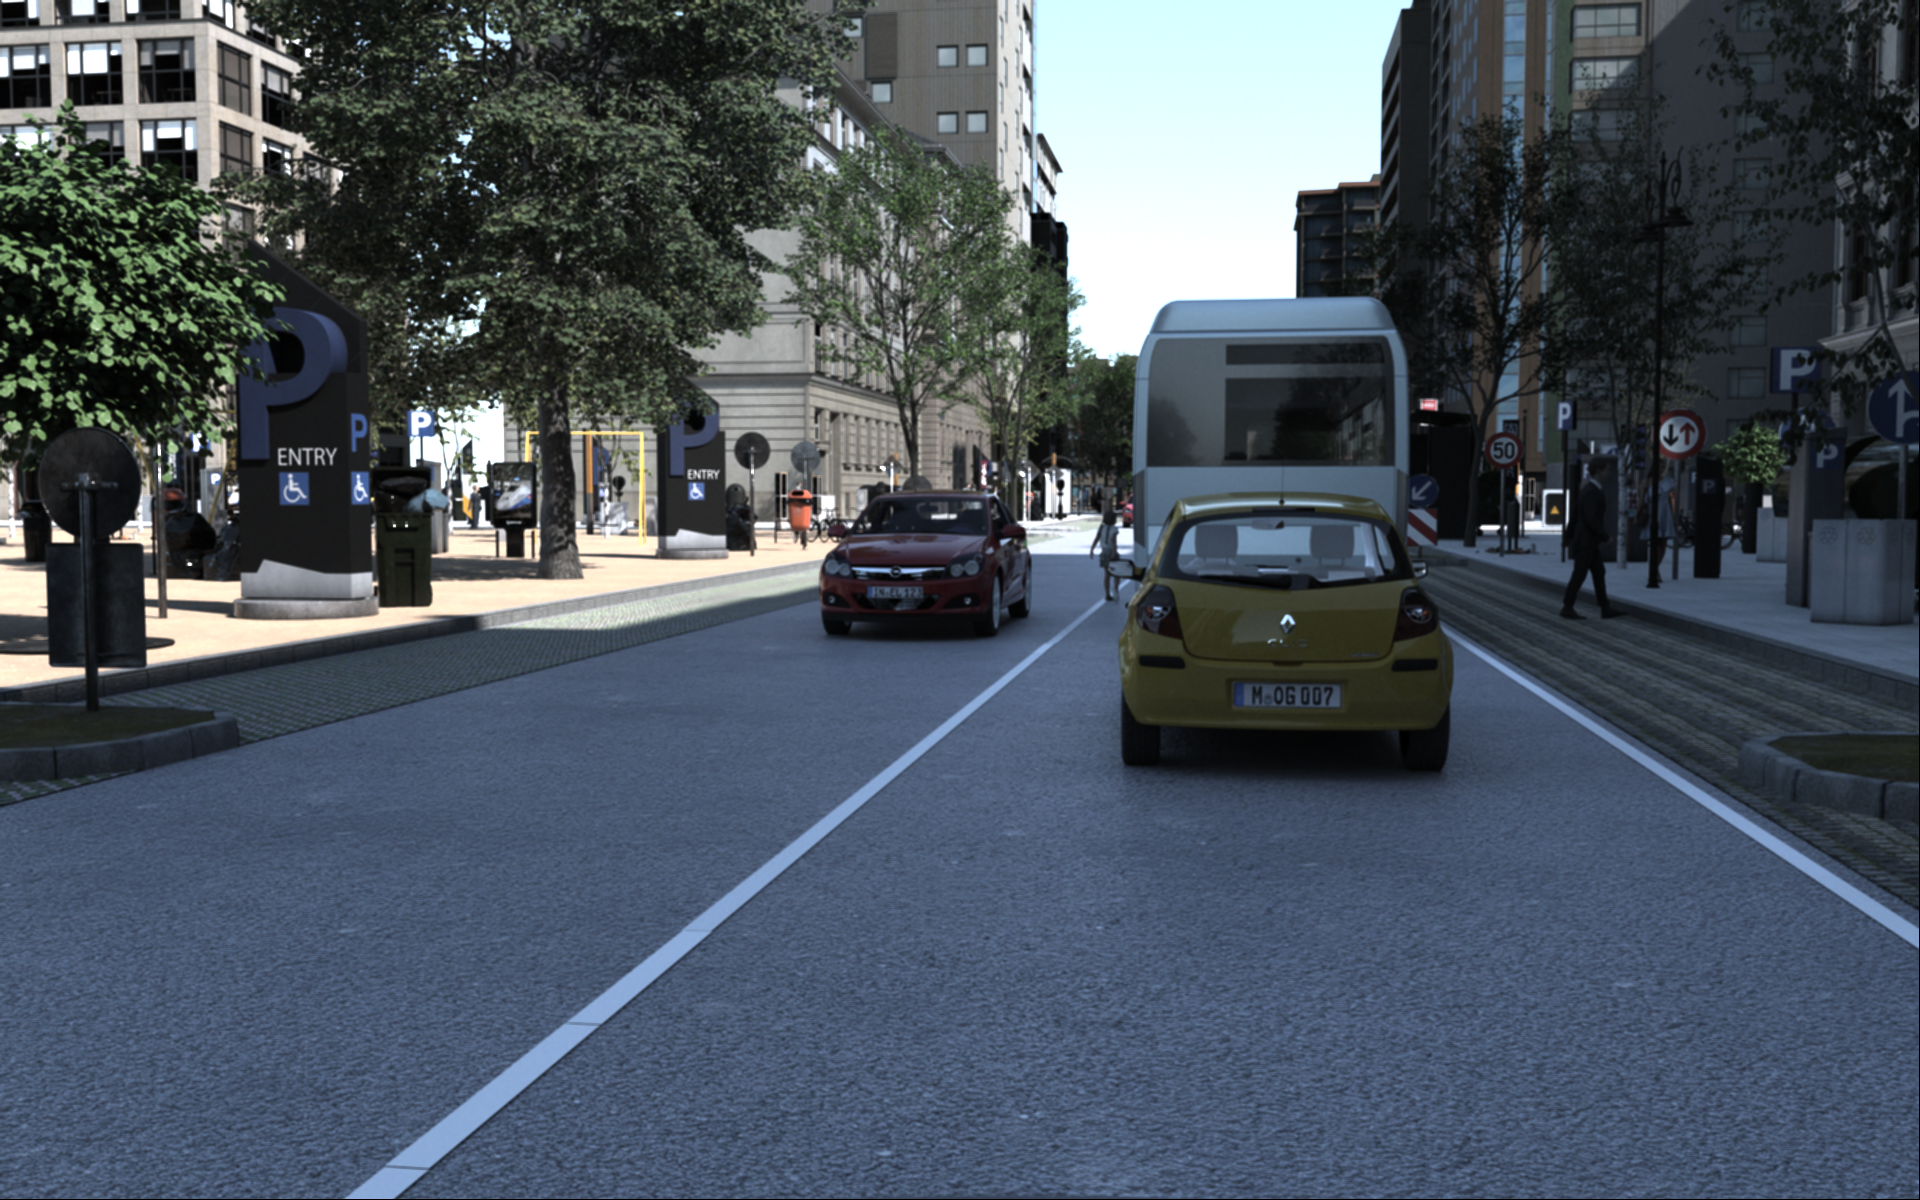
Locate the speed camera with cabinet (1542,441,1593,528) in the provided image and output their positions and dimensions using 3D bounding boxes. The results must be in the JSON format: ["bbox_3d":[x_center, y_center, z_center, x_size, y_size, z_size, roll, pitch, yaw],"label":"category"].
[{"bbox_3d":[23.004,-4.332,65.159,2.038,3.252,0.660,1,4,22],"label":"speed camera with cabinet"}]

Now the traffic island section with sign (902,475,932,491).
[{"bbox_3d":[-0.925,-1.681,36.106,1.989,1.847,2.006,1,4,9],"label":"traffic island section with sign"}]

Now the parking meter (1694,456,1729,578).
[{"bbox_3d":[11.445,-1.268,26.436,0.399,1.863,0.255,2,4,30],"label":"parking meter"}]

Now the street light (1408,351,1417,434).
[{"bbox_3d":[14.613,-5.101,56.186,0.468,5.910,1.993,1,4,9],"label":"street light"}]

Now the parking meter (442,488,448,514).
[{"bbox_3d":[-22.630,-4.149,76.255,0.372,1.533,0.369,0,3,0],"label":"parking meter"}]

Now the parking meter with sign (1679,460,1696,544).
[{"bbox_3d":[18.959,-2.975,44.907,0.543,3.016,1.738,0,4,7],"label":"parking meter with sign"}]

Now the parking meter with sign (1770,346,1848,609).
[{"bbox_3d":[9.748,-1.437,19.752,0.543,3.016,1.738,1,4,10],"label":"parking meter with sign"}]

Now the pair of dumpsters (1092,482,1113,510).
[{"bbox_3d":[11.239,-8.243,137.272,1.574,2.255,4.437,1,4,9],"label":"pair of dumpsters"}]

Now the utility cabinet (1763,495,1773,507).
[{"bbox_3d":[35.603,-4.025,76.965,1.020,1.237,0.306,1,4,14],"label":"utility cabinet"}]

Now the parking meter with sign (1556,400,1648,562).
[{"bbox_3d":[12.148,-2.227,32.675,1.738,3.016,0.543,-1,4,-14],"label":"parking meter with sign"}]

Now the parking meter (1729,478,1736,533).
[{"bbox_3d":[24.716,-3.056,55.683,0.399,1.863,0.255,2,4,30],"label":"parking meter"}]

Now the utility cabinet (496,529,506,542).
[{"bbox_3d":[-12.289,-2.184,46.864,0.306,1.237,1.020,0,4,-1],"label":"utility cabinet"}]

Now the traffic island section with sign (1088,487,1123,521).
[{"bbox_3d":[7.799,-5.048,91.169,1.989,1.847,2.006,1,4,9],"label":"traffic island section with sign"}]

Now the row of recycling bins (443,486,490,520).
[{"bbox_3d":[-28.200,-5.488,96.840,3.534,1.692,1.069,-1,4,-20],"label":"row of recycling bins"}]

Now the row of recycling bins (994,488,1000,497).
[{"bbox_3d":[2.919,-5.867,103.035,3.534,1.692,1.069,2,4,24],"label":"row of recycling bins"}]

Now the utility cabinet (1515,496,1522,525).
[{"bbox_3d":[23.416,-3.751,72.492,0.306,1.237,1.020,1,4,16],"label":"utility cabinet"}]

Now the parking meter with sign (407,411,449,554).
[{"bbox_3d":[-11.333,-2.496,37.067,0.543,3.016,1.738,0,4,-6],"label":"parking meter with sign"}]

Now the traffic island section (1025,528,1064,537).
[{"bbox_3d":[2.302,-2.222,58.617,2.009,0.180,2.903,1,4,9],"label":"traffic island section"}]

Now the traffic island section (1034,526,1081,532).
[{"bbox_3d":[3.552,-2.705,66.503,2.009,0.180,2.903,1,4,9],"label":"traffic island section"}]

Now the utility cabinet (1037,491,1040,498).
[{"bbox_3d":[5.642,-7.312,128.233,1.173,1.500,0.318,-3,5,-39],"label":"utility cabinet"}]

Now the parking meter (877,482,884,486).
[{"bbox_3d":[-3.788,-4.688,82.367,0.255,1.863,0.399,-1,4,-18],"label":"parking meter"}]

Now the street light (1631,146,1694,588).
[{"bbox_3d":[9.476,-3.102,23.506,0.468,5.910,1.993,1,4,9],"label":"street light"}]

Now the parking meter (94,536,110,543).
[{"bbox_3d":[-16.919,-1.567,34.028,0.372,1.533,0.369,0,3,0],"label":"parking meter"}]

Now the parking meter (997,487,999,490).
[{"bbox_3d":[3.014,-8.091,138.000,0.399,1.863,0.255,-2,4,-32],"label":"parking meter"}]

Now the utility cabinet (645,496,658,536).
[{"bbox_3d":[-9.451,-2.565,53.103,0.306,1.237,1.020,0,4,-4],"label":"utility cabinet"}]

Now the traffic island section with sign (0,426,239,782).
[{"bbox_3d":[-5.142,-0.052,9.481,1.989,1.847,2.006,1,4,9],"label":"traffic island section with sign"}]

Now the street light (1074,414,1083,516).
[{"bbox_3d":[6.883,-7.788,100.127,0.468,5.910,1.993,1,4,9],"label":"street light"}]

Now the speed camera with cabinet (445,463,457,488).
[{"bbox_3d":[-34.517,-7.632,119.116,2.038,3.252,0.660,1,4,11],"label":"speed camera with cabinet"}]

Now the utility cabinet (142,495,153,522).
[{"bbox_3d":[-36.889,-4.145,78.935,1.020,1.237,0.306,2,4,29],"label":"utility cabinet"}]

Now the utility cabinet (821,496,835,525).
[{"bbox_3d":[-5.727,-3.771,72.822,0.306,1.237,1.020,3,5,44],"label":"utility cabinet"}]

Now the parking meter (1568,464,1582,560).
[{"bbox_3d":[12.167,-1.728,33.964,0.399,1.863,0.255,0,4,-5],"label":"parking meter"}]

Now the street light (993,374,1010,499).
[{"bbox_3d":[1.594,-5.767,67.079,0.468,5.910,1.993,1,4,9],"label":"street light"}]

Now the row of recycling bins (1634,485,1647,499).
[{"bbox_3d":[27.988,-4.126,74.576,3.534,1.692,1.069,0,4,1],"label":"row of recycling bins"}]

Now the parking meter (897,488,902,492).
[{"bbox_3d":[-2.250,-3.586,67.040,0.372,1.533,0.369,0,3,0],"label":"parking meter"}]

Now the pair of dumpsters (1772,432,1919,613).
[{"bbox_3d":[10.925,-1.078,20.126,1.574,2.255,4.437,1,4,9],"label":"pair of dumpsters"}]

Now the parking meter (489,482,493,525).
[{"bbox_3d":[-19.071,-3.989,70.929,0.399,1.863,0.255,0,4,-3],"label":"parking meter"}]

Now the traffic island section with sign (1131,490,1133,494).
[{"bbox_3d":[12.041,-6.684,117.914,1.989,1.847,2.006,1,4,9],"label":"traffic island section with sign"}]

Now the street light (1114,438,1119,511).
[{"bbox_3d":[12.054,-9.790,132.852,0.468,5.910,1.993,1,4,9],"label":"street light"}]

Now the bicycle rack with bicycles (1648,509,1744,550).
[{"bbox_3d":[17.348,-1.677,40.802,2.925,0.926,2.852,2,4,27],"label":"bicycle rack with bicycles"}]

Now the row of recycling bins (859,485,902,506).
[{"bbox_3d":[-3.546,-4.391,78.898,1.069,1.692,3.534,2,4,24],"label":"row of recycling bins"}]

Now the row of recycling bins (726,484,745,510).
[{"bbox_3d":[-10.330,-3.828,69.707,3.534,1.692,1.069,1,4,10],"label":"row of recycling bins"}]

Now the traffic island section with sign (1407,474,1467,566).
[{"bbox_3d":[9.158,-1.620,35.118,1.989,1.847,2.006,1,4,9],"label":"traffic island section with sign"}]

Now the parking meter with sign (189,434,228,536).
[{"bbox_3d":[-21.160,-3.221,48.926,0.543,3.016,1.738,-3,5,-41],"label":"parking meter with sign"}]

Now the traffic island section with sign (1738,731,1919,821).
[{"bbox_3d":[4.908,0.022,8.261,1.989,1.847,2.006,1,4,9],"label":"traffic island section with sign"}]

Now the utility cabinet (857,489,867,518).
[{"bbox_3d":[-4.280,-4.082,75.426,0.318,1.500,1.173,0,4,6],"label":"utility cabinet"}]

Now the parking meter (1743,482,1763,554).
[{"bbox_3d":[17.109,-1.771,37.366,0.372,1.533,0.369,0,3,0],"label":"parking meter"}]

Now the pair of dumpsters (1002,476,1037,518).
[{"bbox_3d":[3.098,-5.462,91.804,1.574,2.255,4.437,1,4,9],"label":"pair of dumpsters"}]
